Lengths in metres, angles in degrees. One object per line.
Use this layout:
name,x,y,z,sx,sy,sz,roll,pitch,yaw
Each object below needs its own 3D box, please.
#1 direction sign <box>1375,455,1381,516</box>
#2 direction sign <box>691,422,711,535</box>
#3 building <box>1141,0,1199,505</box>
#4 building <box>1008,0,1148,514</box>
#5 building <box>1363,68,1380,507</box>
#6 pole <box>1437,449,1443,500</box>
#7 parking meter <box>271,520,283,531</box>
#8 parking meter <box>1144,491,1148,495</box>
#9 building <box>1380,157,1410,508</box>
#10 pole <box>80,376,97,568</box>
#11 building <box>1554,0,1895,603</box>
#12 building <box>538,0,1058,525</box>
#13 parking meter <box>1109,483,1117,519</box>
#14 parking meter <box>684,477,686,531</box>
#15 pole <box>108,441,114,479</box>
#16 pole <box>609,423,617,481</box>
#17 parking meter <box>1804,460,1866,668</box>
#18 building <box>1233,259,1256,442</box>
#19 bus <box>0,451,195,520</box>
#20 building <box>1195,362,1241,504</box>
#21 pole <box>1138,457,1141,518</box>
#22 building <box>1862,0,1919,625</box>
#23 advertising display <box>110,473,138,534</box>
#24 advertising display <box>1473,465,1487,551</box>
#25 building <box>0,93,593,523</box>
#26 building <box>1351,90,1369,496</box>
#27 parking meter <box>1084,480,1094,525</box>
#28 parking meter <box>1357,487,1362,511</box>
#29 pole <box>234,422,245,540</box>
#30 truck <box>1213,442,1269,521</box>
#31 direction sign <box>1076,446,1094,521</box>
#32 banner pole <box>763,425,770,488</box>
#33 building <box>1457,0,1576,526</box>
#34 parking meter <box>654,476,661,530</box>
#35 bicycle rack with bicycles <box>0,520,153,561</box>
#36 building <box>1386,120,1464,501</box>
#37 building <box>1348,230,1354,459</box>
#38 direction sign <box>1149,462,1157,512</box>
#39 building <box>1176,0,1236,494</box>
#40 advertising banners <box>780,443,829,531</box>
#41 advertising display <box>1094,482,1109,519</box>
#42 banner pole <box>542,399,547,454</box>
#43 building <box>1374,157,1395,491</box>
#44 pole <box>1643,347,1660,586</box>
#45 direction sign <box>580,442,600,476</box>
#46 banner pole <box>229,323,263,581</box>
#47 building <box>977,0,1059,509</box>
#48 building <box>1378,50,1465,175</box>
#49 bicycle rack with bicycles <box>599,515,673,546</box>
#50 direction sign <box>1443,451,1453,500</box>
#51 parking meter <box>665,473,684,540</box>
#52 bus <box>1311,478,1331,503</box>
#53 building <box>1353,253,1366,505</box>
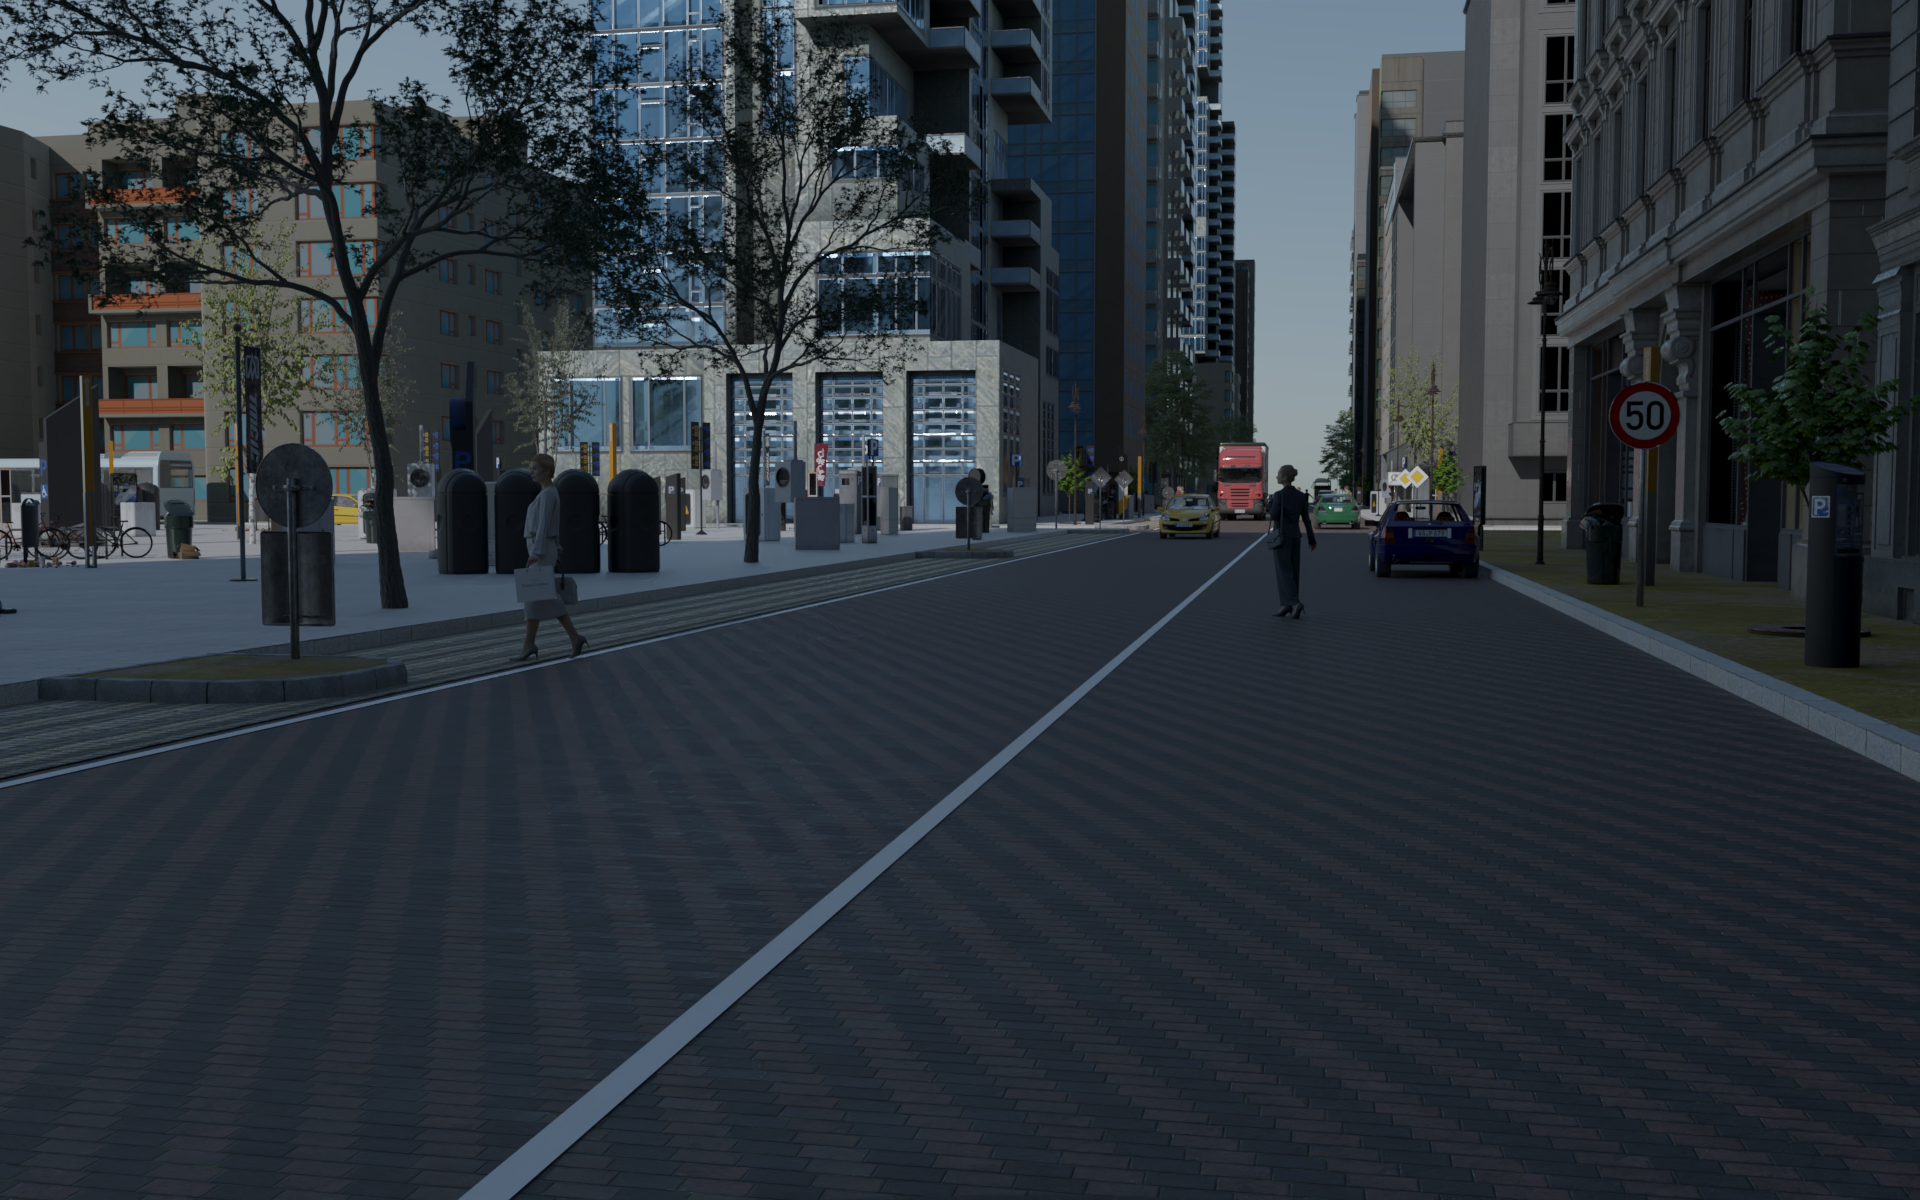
direction sign,24.292,-6.635,100.475,0.379,3.537,0.876,0,4,-2
direction sign,-8.156,-3.826,54.545,0.379,3.537,0.876,2,4,34
building,10.184,-33.204,162.487,23.786,49.044,30.456,1,4,11
building,5.093,-28.603,117.774,14.600,45.320,14.200,1,4,11
building,48.965,-32.297,178.159,14.600,45.320,14.200,1,4,11
pole,21.566,-5.137,77.835,0.158,3.312,0.155,0,3,0
parking meter,-14.726,-1.937,37.389,0.255,1.863,0.399,-1,4,-15
parking meter,13.915,-7.426,129.825,0.372,1.533,0.369,0,3,0
building,38.301,-19.101,130.318,12.078,24.808,19.932,1,4,11
pole,-15.077,-2.209,29.958,0.158,3.312,0.155,0,3,0
building,18.355,-11.463,38.334,10.553,20.767,40.483,1,4,11
building,-6.200,-47.399,87.642,22.319,86.520,31.000,1,4,11
parking meter,7.852,-5.094,89.003,0.399,1.863,0.255,0,4,6
parking meter,-9.669,-3.302,59.705,0.399,1.863,0.255,-2,4,-24
pole,-32.554,-4.443,66.490,0.158,3.312,0.155,0,3,0
pole,-9.963,-3.421,49.770,0.158,3.312,0.155,0,3,0
parking meter,6.515,-0.274,12.896,0.372,1.533,0.369,0,3,0
building,42.770,-37.389,294.897,14.154,41.232,14.086,1,4,11
bus,-40.468,-4.983,76.329,13.247,3.499,2.948,1,4,11
building,25.123,-24.473,245.168,27.650,21.520,28.899,1,4,11
pole,9.744,-6.129,94.060,0.158,3.312,0.155,0,3,0
building,12.574,-9.742,8.441,9.793,20.994,18.267,1,4,11
advertising display,-25.510,-2.915,52.866,0.123,1.923,0.974,1,4,19
advertising display,11.796,-2.087,39.340,0.123,1.923,0.974,0,4,7
building,-36.983,-15.139,92.568,28.899,21.520,27.650,1,4,11
building,67.755,-43.392,251.458,21.231,58.520,28.212,1,4,11
parking meter,5.415,-4.089,72.569,0.399,1.863,0.255,0,4,-4
parking meter,31.081,-7.897,134.823,0.399,1.863,0.255,1,4,17
pole,-20.219,-3.350,48.613,0.158,3.312,0.155,0,3,0
truck,15.738,-6.555,96.088,2.839,4.237,11.283,1,4,11
direction sign,5.878,-5.470,81.431,0.876,3.537,0.379,1,4,19
banner pole,-7.008,-4.445,62.693,0.401,3.779,0.863,-2,4,-24
building,33.997,-17.079,72.745,24.014,27.812,14.314,1,4,11
parking meter,-9.863,-3.072,55.933,0.399,1.863,0.255,-1,4,-14
bicycle rack with bicycles,-17.616,-1.286,34.402,2.925,0.926,2.852,-1,4,-16
building,33.829,-17.470,104.697,14.314,24.678,30.058,1,4,11
building,74.381,-40.408,280.281,23.786,49.044,30.456,1,4,11
direction sign,13.584,-7.942,121.843,0.379,3.537,0.876,3,5,41
building,33.481,-58.702,272.441,22.319,86.520,31.000,1,4,11
advertising banners,-5.546,-3.899,59.937,2.074,3.025,0.090,0,4,8
advertising display,7.373,-5.237,90.839,0.974,1.923,0.123,3,5,43
banner pole,-10.942,-3.408,45.732,0.401,3.779,0.863,-1,4,-16
building,43.178,-23.142,150.078,14.160,30.474,14.107,1,4,11
pole,9.612,-1.854,24.160,0.158,3.312,0.155,0,3,0
direction sign,-16.077,-5.095,75.299,0.876,3.537,0.379,-2,4,-30
banner pole,-10.559,-2.183,25.713,0.401,3.779,0.863,1,4,8
building,16.115,-53.747,191.437,22.319,86.520,31.000,1,4,11
building,46.465,-29.349,163.456,14.154,41.232,14.086,1,4,11
bicycle rack with bicycles,-8.455,-1.818,43.101,2.925,0.926,2.852,1,4,18
direction sign,25.545,-6.066,91.182,0.876,3.537,0.379,-1,4,-13
parking meter,-8.022,-2.612,48.419,0.399,1.863,0.255,1,4,18
bus,55.790,-16.860,267.205,2.896,3.916,12.252,1,4,10
building,54.416,-26.652,207.460,14.160,30.474,14.107,1,4,11
